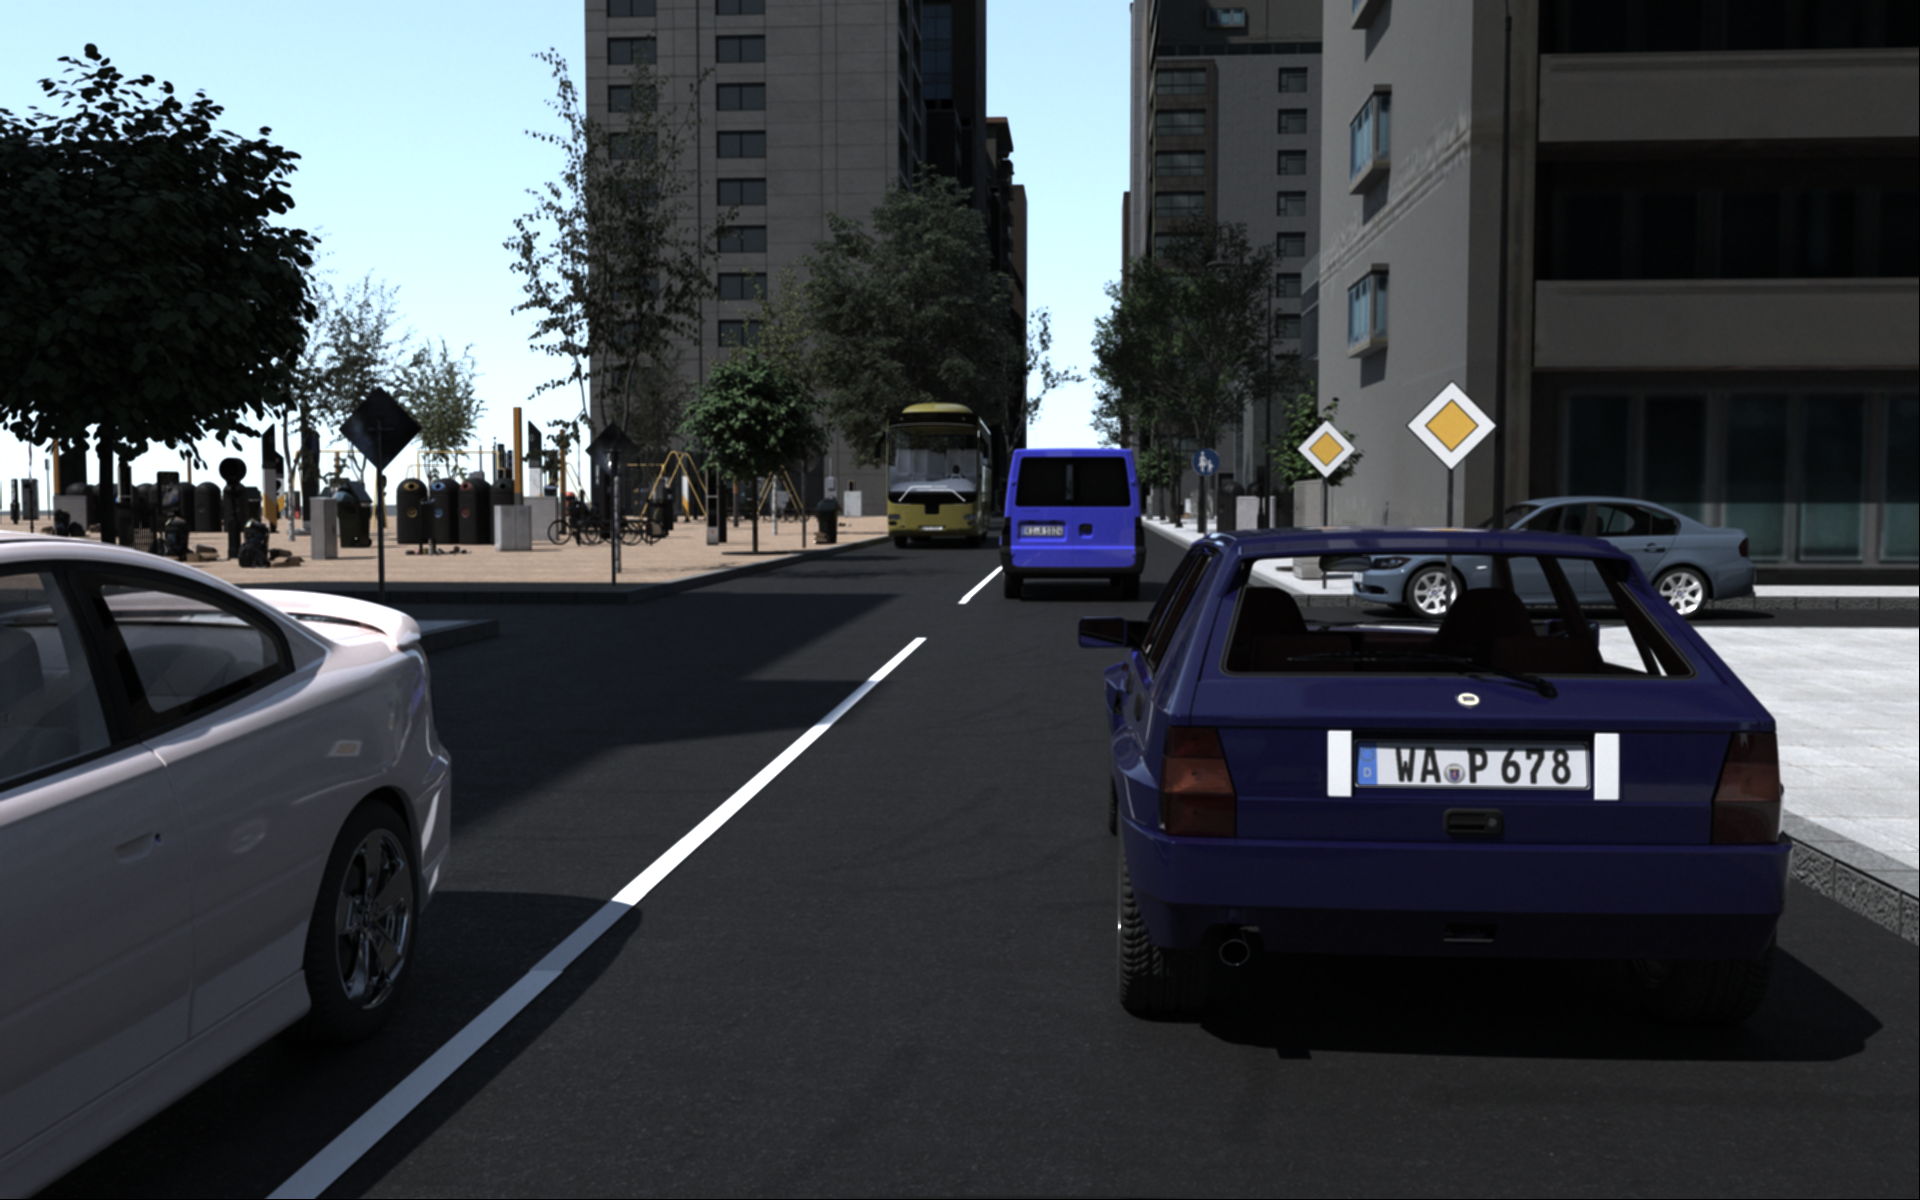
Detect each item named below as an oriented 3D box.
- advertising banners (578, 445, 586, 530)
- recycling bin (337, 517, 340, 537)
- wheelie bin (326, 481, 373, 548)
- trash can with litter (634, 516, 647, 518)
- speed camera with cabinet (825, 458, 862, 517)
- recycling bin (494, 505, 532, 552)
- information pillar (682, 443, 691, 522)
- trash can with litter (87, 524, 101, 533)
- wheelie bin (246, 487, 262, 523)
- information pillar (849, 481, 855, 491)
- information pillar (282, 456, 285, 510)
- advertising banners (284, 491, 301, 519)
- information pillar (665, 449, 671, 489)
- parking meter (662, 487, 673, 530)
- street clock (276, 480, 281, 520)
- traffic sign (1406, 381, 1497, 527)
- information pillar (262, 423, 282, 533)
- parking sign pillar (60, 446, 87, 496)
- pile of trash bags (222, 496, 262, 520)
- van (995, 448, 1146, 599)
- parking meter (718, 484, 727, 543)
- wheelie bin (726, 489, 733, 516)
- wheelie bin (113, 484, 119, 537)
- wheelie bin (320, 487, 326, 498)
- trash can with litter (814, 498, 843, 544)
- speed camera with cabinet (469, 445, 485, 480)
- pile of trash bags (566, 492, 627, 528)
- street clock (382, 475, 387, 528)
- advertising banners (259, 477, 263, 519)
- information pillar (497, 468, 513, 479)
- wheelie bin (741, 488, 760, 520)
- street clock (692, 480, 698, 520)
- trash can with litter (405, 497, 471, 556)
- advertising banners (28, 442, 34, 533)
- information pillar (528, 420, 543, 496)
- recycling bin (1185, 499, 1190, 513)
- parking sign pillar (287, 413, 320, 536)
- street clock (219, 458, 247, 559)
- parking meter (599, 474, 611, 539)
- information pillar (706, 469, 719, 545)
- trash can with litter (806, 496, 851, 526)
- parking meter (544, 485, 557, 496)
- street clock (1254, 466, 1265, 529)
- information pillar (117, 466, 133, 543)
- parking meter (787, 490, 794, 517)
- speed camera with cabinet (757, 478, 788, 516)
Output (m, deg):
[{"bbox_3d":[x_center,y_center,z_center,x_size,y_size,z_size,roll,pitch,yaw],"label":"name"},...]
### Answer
[{"bbox_3d":[-12.929,-3.848,59.100,0.090,3.025,2.074,0,4,-7],"label":"advertising banners"},{"bbox_3d":[-18.227,-2.397,51.745,0.722,1.027,0.722,-1,4,-19],"label":"recycling bin"},{"bbox_3d":[-14.563,-2.057,41.545,0.693,1.594,0.980,1,4,9],"label":"wheelie bin"},{"bbox_3d":[-16.624,-5.097,94.400,2.233,1.210,1.678,0,4,5],"label":"trash can with litter"},{"bbox_3d":[-6.448,-6.201,95.717,2.038,3.252,0.660,0,4,-5],"label":"speed camera with cabinet"},{"bbox_3d":[-10.076,-1.620,39.036,0.722,1.027,0.722,-2,4,-24],"label":"recycling bin"},{"bbox_3d":[-12.495,-5.358,78.959,0.183,3.616,0.504,-3,5,-42],"label":"information pillar"},{"bbox_3d":[-28.492,-2.828,57.618,1.055,1.170,0.624,0,4,-5],"label":"trash can with litter"},{"bbox_3d":[-30.172,-4.016,73.566,0.693,1.594,0.980,3,5,42],"label":"wheelie bin"},{"bbox_3d":[-6.027,-5.634,96.609,0.304,2.012,0.304,1,4,13],"label":"information pillar"},{"bbox_3d":[-35.904,-6.115,91.340,0.504,3.616,0.183,0,4,-4],"label":"information pillar"},{"bbox_3d":[-34.324,-5.714,89.611,2.074,3.025,0.090,3,4,36],"label":"advertising banners"},{"bbox_3d":[-14.341,-5.733,85.081,0.183,3.616,0.504,1,4,12],"label":"information pillar"},{"bbox_3d":[-10.367,-3.244,61.444,0.372,1.533,0.369,0,3,0],"label":"parking meter"},{"bbox_3d":[-34.474,-5.061,87.310,0.471,2.002,0.358,-2,4,-35],"label":"street clock"},{"bbox_3d":[4.362,-0.722,15.440,0.795,2.450,0.064,0,4,4],"label":"traffic sign"},{"bbox_3d":[-22.692,-4.011,56.932,0.183,3.616,0.504,2,4,29],"label":"information pillar"},{"bbox_3d":[-43.319,-5.870,84.443,1.447,3.967,1.447,3,4,38],"label":"parking sign pillar"},{"bbox_3d":[-36.563,-4.676,86.198,3.447,1.369,1.912,-2,4,-29],"label":"pile of trash bags"},{"bbox_3d":[1.601,-1.284,25.381,2.240,2.365,5.245,0,4,2],"label":"van"},{"bbox_3d":[-6.349,-2.281,45.699,0.372,1.533,0.369,0,3,0],"label":"parking meter"},{"bbox_3d":[-13.218,-5.617,99.739,0.980,1.594,0.693,-3,5,-39],"label":"wheelie bin"},{"bbox_3d":[-25.281,-2.688,51.852,0.980,1.594,0.693,2,4,31],"label":"wheelie bin"},{"bbox_3d":[-26.385,-3.947,72.444,0.980,1.594,0.693,3,4,36],"label":"wheelie bin"},{"bbox_3d":[-3.406,-2.031,44.589,0.624,1.170,1.055,0,4,8],"label":"trash can with litter"},{"bbox_3d":[-19.588,-4.643,70.246,0.660,3.252,2.038,-1,4,-13],"label":"speed camera with cabinet"},{"bbox_3d":[-14.413,-3.508,67.112,1.912,1.369,3.447,-3,5,-44],"label":"pile of trash bags"},{"bbox_3d":[-21.873,-3.730,65.561,0.358,2.002,0.471,0,3,0],"label":"street clock"},{"bbox_3d":[-33.707,-5.306,82.935,0.090,3.025,2.074,1,4,23],"label":"advertising banners"},{"bbox_3d":[-12.946,-2.742,49.321,0.304,2.012,0.304,2,4,31],"label":"information pillar"},{"bbox_3d":[-10.525,-4.835,86.959,0.980,1.594,0.693,-1,4,-10],"label":"wheelie bin"},{"bbox_3d":[-13.306,-5.043,87.028,0.358,2.002,0.471,-1,4,-13],"label":"street clock"},{"bbox_3d":[-11.125,-1.600,37.211,1.678,1.210,2.233,1,4,16],"label":"trash can with litter"},{"bbox_3d":[-21.514,-2.685,40.094,0.090,3.025,2.074,-2,4,-28],"label":"advertising banners"},{"bbox_3d":[-13.464,-3.885,54.880,0.504,3.616,0.183,2,4,25],"label":"information pillar"},{"bbox_3d":[12.721,-4.999,94.286,0.722,1.027,0.722,2,4,30],"label":"recycling bin"},{"bbox_3d":[-20.216,-4.003,53.915,1.447,3.967,1.447,-1,4,-16],"label":"parking sign pillar"},{"bbox_3d":[-14.467,-1.831,34.502,0.471,2.002,0.358,1,4,12],"label":"street clock"},{"bbox_3d":[-10.145,-2.691,49.715,0.255,1.863,0.399,2,4,32],"label":"parking meter"},{"bbox_3d":[-6.236,-2.391,43.585,0.304,2.012,0.304,-1,4,-11],"label":"information pillar"},{"bbox_3d":[-5.101,-3.574,69.499,1.678,1.210,2.233,-2,4,-25],"label":"trash can with litter"},{"bbox_3d":[-11.622,-2.494,49.186,0.372,1.533,0.369,0,3,0],"label":"parking meter"},{"bbox_3d":[7.670,-2.419,44.117,0.358,2.002,0.471,0,4,8],"label":"street clock"},{"bbox_3d":[-21.704,-2.480,45.033,0.304,2.012,0.304,-2,4,-35],"label":"information pillar"},{"bbox_3d":[-9.675,-5.524,98.732,0.372,1.533,0.369,0,3,0],"label":"parking meter"},{"bbox_3d":[-10.875,-6.439,99.609,2.038,3.252,0.660,-2,4,-31],"label":"speed camera with cabinet"}]
